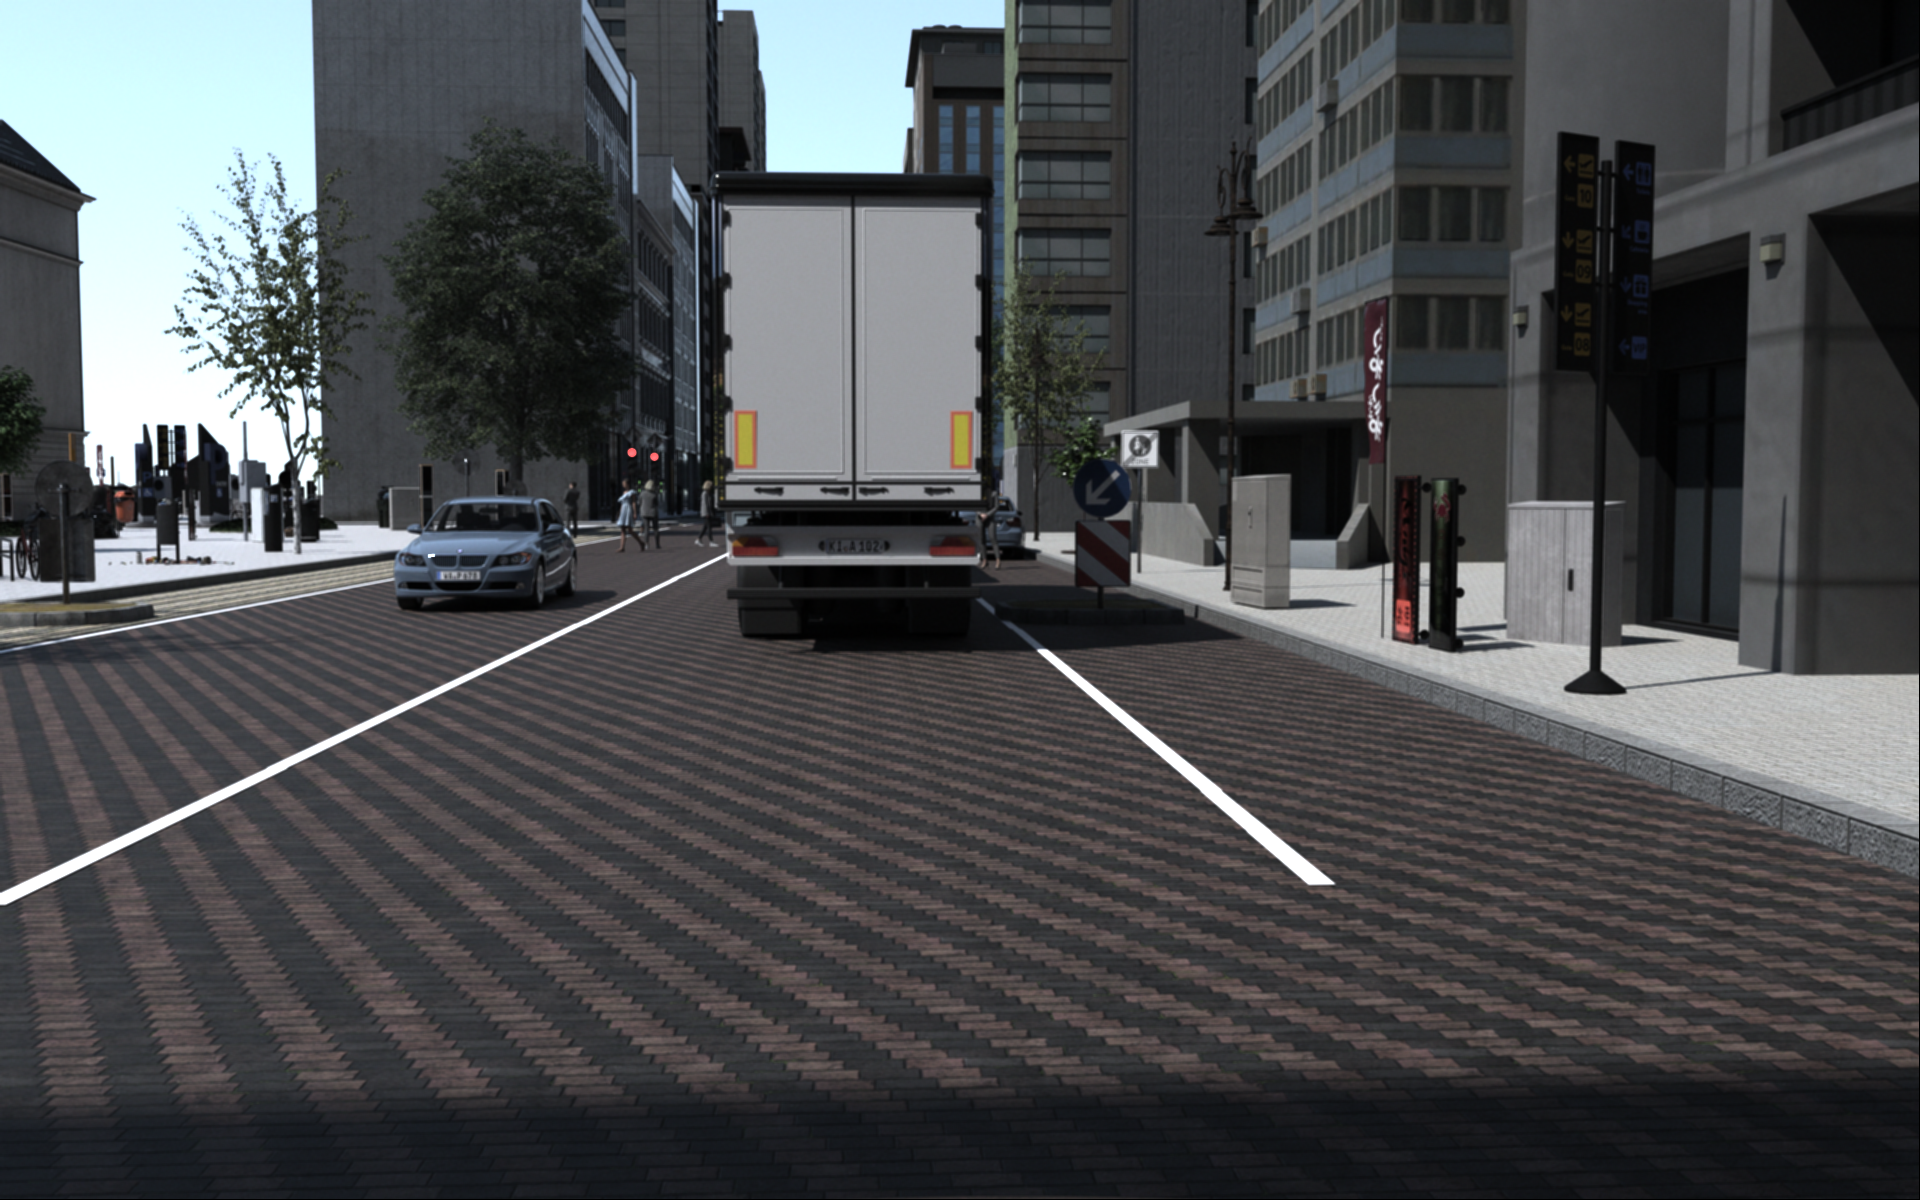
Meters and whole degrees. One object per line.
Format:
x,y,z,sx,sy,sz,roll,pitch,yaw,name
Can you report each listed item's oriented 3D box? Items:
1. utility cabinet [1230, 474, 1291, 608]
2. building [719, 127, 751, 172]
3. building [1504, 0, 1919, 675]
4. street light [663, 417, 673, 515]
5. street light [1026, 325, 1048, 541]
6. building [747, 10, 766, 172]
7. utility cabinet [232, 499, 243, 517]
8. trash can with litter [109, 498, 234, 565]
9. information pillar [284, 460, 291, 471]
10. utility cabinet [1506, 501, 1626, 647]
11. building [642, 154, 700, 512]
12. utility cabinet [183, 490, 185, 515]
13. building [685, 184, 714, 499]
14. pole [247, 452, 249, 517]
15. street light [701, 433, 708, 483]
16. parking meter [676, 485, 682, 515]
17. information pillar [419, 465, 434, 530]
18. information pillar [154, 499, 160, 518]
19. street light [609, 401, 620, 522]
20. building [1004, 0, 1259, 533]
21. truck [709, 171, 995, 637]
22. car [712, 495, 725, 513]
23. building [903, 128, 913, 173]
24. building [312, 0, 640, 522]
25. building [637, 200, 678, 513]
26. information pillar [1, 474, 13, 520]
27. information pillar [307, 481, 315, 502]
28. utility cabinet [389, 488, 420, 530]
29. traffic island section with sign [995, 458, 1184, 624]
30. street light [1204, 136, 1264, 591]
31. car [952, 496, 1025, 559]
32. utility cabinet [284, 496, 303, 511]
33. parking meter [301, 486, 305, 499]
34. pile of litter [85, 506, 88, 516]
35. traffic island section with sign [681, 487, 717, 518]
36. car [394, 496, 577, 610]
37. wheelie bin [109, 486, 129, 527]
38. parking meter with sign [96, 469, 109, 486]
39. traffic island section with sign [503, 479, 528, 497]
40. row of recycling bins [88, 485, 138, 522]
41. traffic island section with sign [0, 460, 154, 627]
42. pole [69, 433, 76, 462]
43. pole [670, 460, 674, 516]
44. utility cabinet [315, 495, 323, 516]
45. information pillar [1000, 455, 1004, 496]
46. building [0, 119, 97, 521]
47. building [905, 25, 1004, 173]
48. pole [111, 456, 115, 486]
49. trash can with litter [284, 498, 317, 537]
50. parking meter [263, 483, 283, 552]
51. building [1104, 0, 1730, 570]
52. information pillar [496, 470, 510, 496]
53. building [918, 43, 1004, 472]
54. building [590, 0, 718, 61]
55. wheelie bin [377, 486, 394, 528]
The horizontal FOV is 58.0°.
3.412,-0.678,19.767,0.318,1.500,1.173,-1,4,-10,utility cabinet
-35.659,-33.481,202.034,22.147,44.769,28.867,0,4,-3,building
16.377,-34.719,5.913,20.563,71.187,20.611,0,4,-3,building
-17.563,-8.039,104.223,0.468,5.910,1.993,0,4,-3,street light
2.098,-4.565,47.420,0.468,5.910,1.993,0,4,-3,street light
-38.445,-50.361,261.648,20.563,71.187,20.611,0,4,-3,building
-40.638,-5.279,97.467,1.020,1.237,0.306,-1,4,-13,utility cabinet
-14.369,-1.269,31.810,2.233,1.210,1.678,2,4,26,trash can with litter
-44.435,-7.541,114.651,0.504,3.616,0.183,-3,4,-36,information pillar
5.205,-0.231,14.941,0.306,1.237,1.020,-2,4,-31,utility cabinet
-26.581,-19.109,130.456,12.078,24.808,19.932,0,4,-3,building
-46.983,-5.937,105.748,0.318,1.500,1.173,0,4,5,utility cabinet
-29.655,-23.780,160.507,14.160,30.474,14.107,0,4,-3,building
-34.624,-5.514,84.002,0.158,3.312,0.155,0,3,0,pole
-18.988,-9.526,128.535,0.468,5.910,1.993,0,4,-3,street light
-17.211,-6.140,106.097,0.255,1.863,0.399,-2,4,-26,parking meter
-13.360,-2.380,43.402,0.304,2.012,0.304,-2,4,-25,information pillar
-41.821,-5.232,90.032,0.304,2.012,0.304,0,3,0,information pillar
-15.927,-6.538,79.686,0.468,5.910,1.993,0,4,-3,street light
8.487,-23.247,63.686,14.154,41.232,14.086,0,4,-3,building
-1.251,-1.946,20.731,2.839,4.237,11.283,0,4,-3,truck
-15.951,-6.333,115.548,2.014,1.417,4.499,0,4,-5,car
3.705,-36.435,219.414,21.300,48.544,21.600,0,4,-3,building
-23.776,-16.563,88.830,12.078,24.808,19.932,0,4,-3,building
-24.677,-16.734,109.757,11.583,22.565,21.152,0,4,-3,building
-34.635,-3.576,62.954,0.304,2.012,0.304,-2,4,-35,information pillar
-35.279,-5.484,94.154,0.304,2.012,0.304,1,4,19,information pillar
-19.336,-3.177,60.621,1.173,1.500,0.318,-2,4,-35,utility cabinet
1.428,-0.697,20.020,1.989,1.847,2.006,0,4,-3,traffic island section with sign
3.586,-3.063,22.869,0.468,5.910,1.993,0,4,-3,street light
0.469,-1.673,39.349,2.014,1.417,4.499,0,4,-3,car
-34.917,-4.870,90.784,1.020,1.237,0.306,1,4,21,utility cabinet
-50.115,-7.712,131.796,0.399,1.863,0.255,1,4,10,parking meter
-41.743,-4.259,83.596,1.176,0.858,1.719,1,4,20,pile of litter
-15.353,-5.707,101.938,1.989,1.847,2.006,0,4,-3,traffic island section with sign
-6.207,-0.676,23.063,2.014,1.417,4.499,0,4,-4,car
-32.602,-3.625,67.182,0.980,1.594,0.693,-1,4,-18,wheelie bin
-59.493,-7.597,120.469,0.543,3.016,1.738,-1,4,-12,parking meter with sign
-11.943,-2.309,46.378,1.989,1.847,2.006,0,4,-3,traffic island section with sign
-38.411,-4.393,78.933,1.069,1.692,3.534,1,4,11,row of recycling bins
-10.287,-0.663,19.472,1.989,1.847,2.006,0,4,-3,traffic island section with sign
-29.838,-3.942,58.289,0.158,3.312,0.155,0,3,0,pole
-17.137,-6.676,103.004,0.158,3.312,0.155,0,3,0,pole
-38.220,-5.624,103.106,1.020,1.237,0.306,-2,4,-24,utility cabinet
2.529,-6.825,102.938,0.183,3.616,0.504,2,4,26,information pillar
-53.142,-13.330,82.577,19.286,19.102,10.561,0,4,-3,building
8.591,-37.052,195.037,28.713,52.752,27.495,0,4,-3,building
-45.607,-6.080,93.257,0.158,3.312,0.155,0,3,0,pole
-19.649,-2.457,51.554,1.055,1.170,0.624,-1,4,-16,trash can with litter
-15.294,-1.844,38.554,0.372,1.533,0.369,0,3,0,parking meter
19.977,-21.131,37.380,32.217,40.220,23.993,0,4,-3,building
-13.926,-2.954,52.783,0.304,2.012,0.304,1,4,16,information pillar
2.956,-32.047,174.072,14.600,45.320,14.200,0,4,-3,building
-32.961,-45.148,176.421,20.563,71.187,20.611,0,4,-3,building
-21.743,-3.543,65.841,0.980,1.594,0.693,2,4,33,wheelie bin
